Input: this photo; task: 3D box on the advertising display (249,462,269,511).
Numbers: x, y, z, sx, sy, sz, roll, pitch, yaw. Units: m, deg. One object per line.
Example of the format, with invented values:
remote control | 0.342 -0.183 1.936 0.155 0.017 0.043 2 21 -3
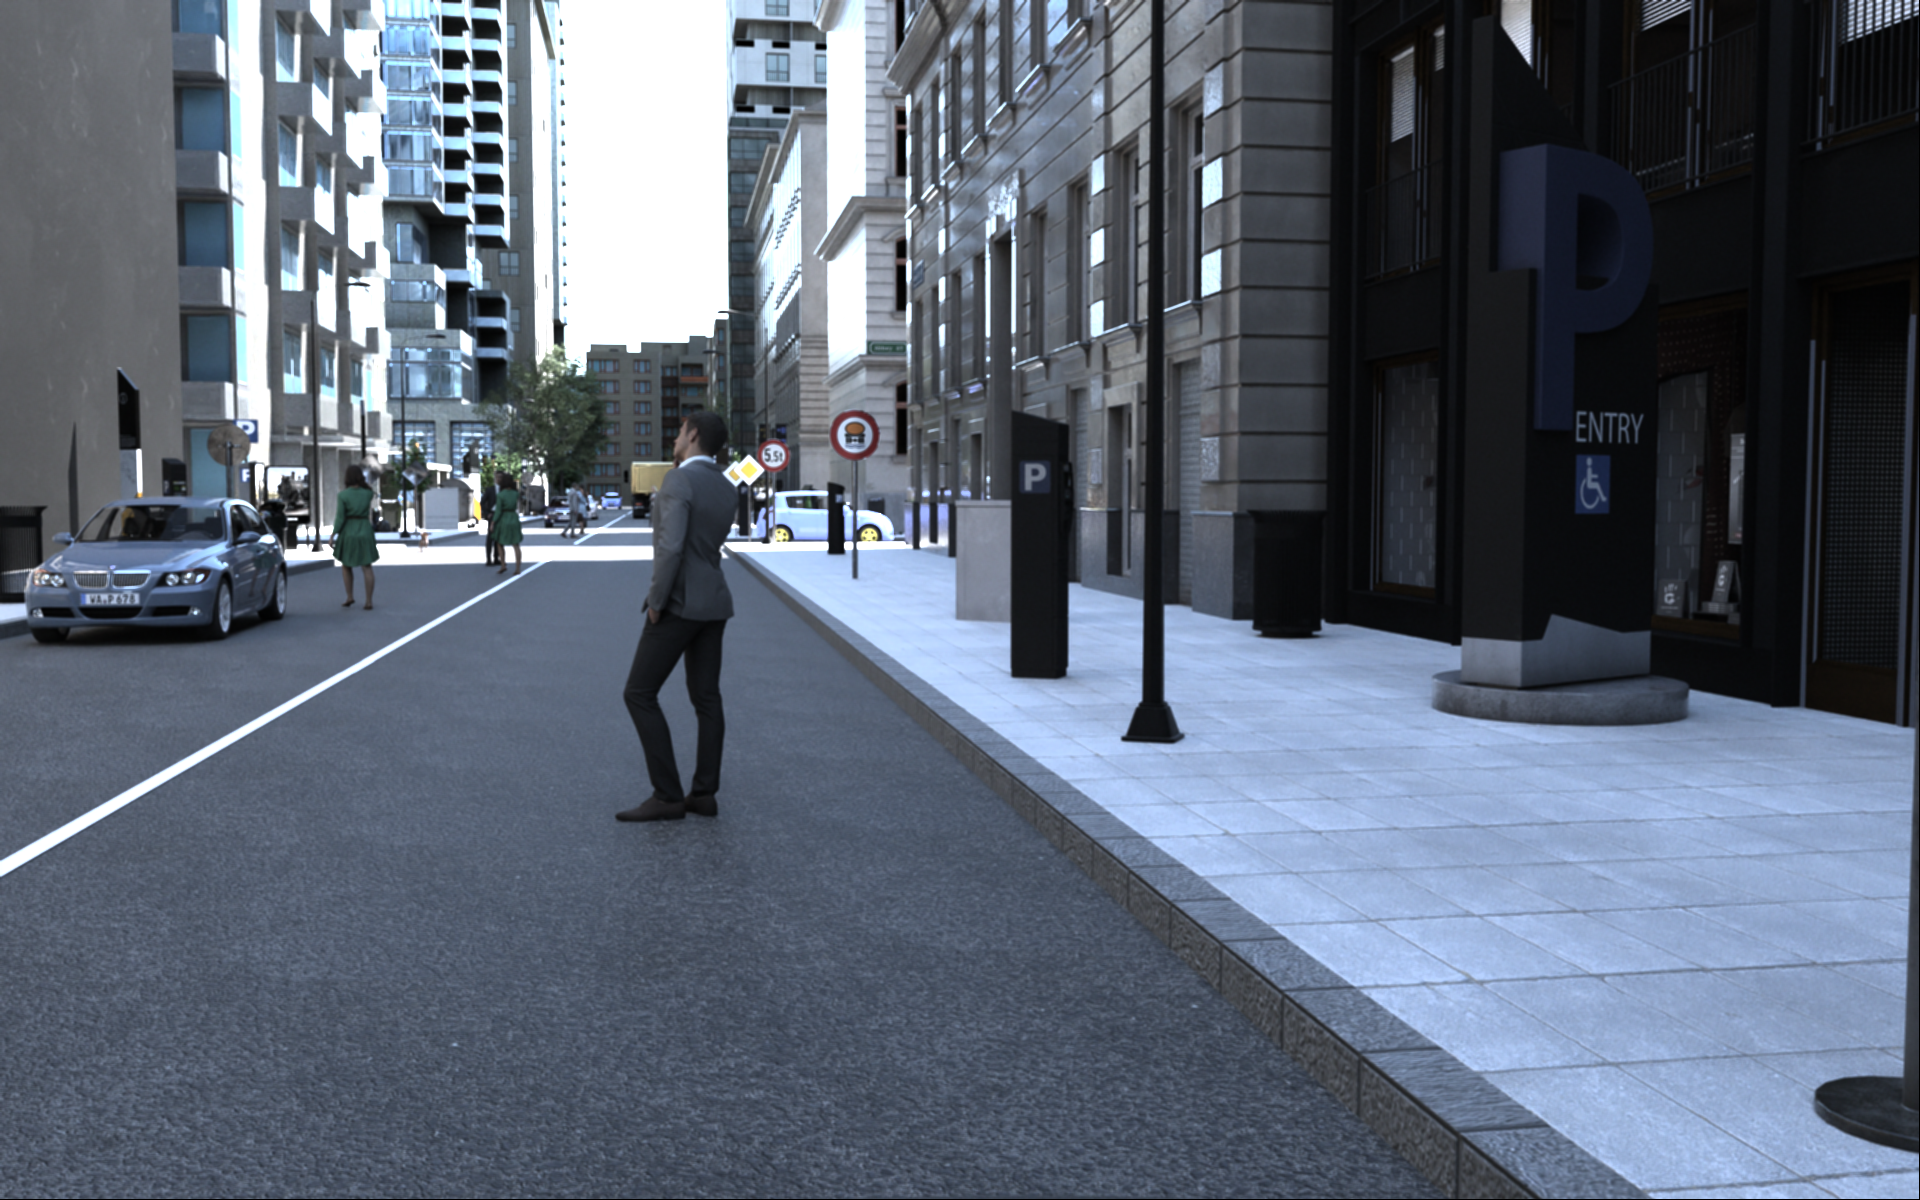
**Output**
advertising display | -14.260 -1.833 35.177 0.123 1.923 0.974 -1 4 -12

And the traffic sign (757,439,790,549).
traffic sign | -4.310 -2.449 40.140 0.768 2.556 0.104 0 4 -2

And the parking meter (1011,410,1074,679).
parking meter | 0.573 -0.391 12.108 0.399 1.863 0.255 1 4 20

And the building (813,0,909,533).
building | 6.776 -16.880 63.377 23.554 28.519 14.401 -1 4 -10

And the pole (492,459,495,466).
pole | -27.060 -6.528 100.580 0.158 3.312 0.155 0 3 0

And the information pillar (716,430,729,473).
information pillar | -8.664 -4.398 63.254 0.504 3.616 0.183 0 4 0

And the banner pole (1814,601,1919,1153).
banner pole | 2.150 -0.829 3.564 0.863 3.779 0.401 -3 4 -37

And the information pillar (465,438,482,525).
information pillar | -20.065 -4.910 71.627 0.183 3.616 0.504 3 4 36

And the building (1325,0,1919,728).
building | 11.040 -11.019 9.837 12.332 23.373 15.834 -1 4 -10

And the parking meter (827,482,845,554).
parking meter | -2.639 -1.744 36.931 0.372 1.533 0.369 0 3 0

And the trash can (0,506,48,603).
trash can | -11.222 -0.544 20.544 0.748 1.137 0.748 0 3 0

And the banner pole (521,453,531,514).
banner pole | -26.322 -7.048 105.251 0.401 3.779 0.863 3 4 36

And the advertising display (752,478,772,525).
advertising display | -8.021 -4.019 70.930 0.974 1.923 0.123 -1 4 -22

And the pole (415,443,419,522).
pole | -21.657 -4.598 69.026 0.158 3.312 0.155 0 3 0

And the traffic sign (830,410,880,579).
traffic sign | -1.593 -1.598 26.228 0.768 2.556 0.104 -1 4 -9

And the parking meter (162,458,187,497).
parking meter | -12.776 -1.376 28.209 0.399 1.863 0.255 3 5 43

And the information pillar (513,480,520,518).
information pillar | -23.693 -5.377 92.412 0.304 2.012 0.304 0 4 0

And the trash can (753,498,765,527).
trash can | -7.625 -3.364 66.647 0.748 1.137 0.748 0 3 0

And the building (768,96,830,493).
building | -4.223 -14.609 88.003 9.793 20.994 18.267 -1 4 -10

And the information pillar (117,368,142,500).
information pillar | -15.449 -2.501 32.240 0.504 3.616 0.183 2 4 26

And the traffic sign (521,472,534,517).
traffic sign | -24.689 -6.041 98.876 0.768 2.556 0.104 0 4 -4

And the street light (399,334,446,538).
street light | -15.601 -4.755 50.289 1.470 5.913 1.316 -1 4 -10

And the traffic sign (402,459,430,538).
traffic sign | -15.753 -2.847 50.188 0.795 2.450 0.064 -1 4 -10

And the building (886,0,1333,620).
building | 6.280 -14.212 29.631 12.463 27.353 25.104 -1 4 -10

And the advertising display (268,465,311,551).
advertising display | -15.260 -2.086 39.326 0.974 1.923 0.123 -3 4 -38

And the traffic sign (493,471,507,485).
traffic sign | -20.659 -4.634 77.893 0.606 2.300 0.079 0 4 -5

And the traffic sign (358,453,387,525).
traffic sign | -14.402 -2.365 42.318 0.795 2.450 0.064 -1 4 -10

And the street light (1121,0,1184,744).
street light | 0.476 -2.218 8.808 1.470 5.913 1.316 -1 4 -10

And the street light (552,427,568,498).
street light | -27.619 -9.001 119.699 1.470 5.913 1.316 -1 4 -10

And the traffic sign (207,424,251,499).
traffic sign | -13.272 -1.918 31.460 0.768 2.556 0.104 0 4 -3

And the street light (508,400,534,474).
street light | -21.645 -6.895 85.278 1.470 5.913 1.316 -1 4 -10

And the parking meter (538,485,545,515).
parking meter | -25.547 -6.119 105.755 0.399 1.863 0.255 2 4 30

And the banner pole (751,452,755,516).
banner pole | -12.257 -6.886 102.601 0.401 3.779 0.863 -2 4 -26

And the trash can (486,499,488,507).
trash can | -29.411 -5.862 107.491 0.748 1.137 0.748 0 3 0

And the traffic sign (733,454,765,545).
traffic sign | -5.336 -2.459 43.848 0.795 2.450 0.064 -1 4 -10

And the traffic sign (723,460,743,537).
traffic sign | -6.688 -2.940 51.718 0.795 2.450 0.064 -1 4 -10

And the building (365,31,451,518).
building | -46.315 -24.815 97.614 32.217 40.220 23.993 -1 4 -10

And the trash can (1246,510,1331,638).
trash can | 2.947 -0.240 15.583 0.748 1.137 0.748 0 3 0

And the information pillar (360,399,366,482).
information pillar | -14.717 -3.144 42.753 0.183 3.616 0.504 -1 4 -22

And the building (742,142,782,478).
building | -5.283 -17.072 112.413 16.112 22.955 30.059 -1 4 -10

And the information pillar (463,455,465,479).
information pillar | -25.584 -6.038 90.075 0.504 3.616 0.183 0 4 -8

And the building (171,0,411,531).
building | -34.107 -27.165 63.762 23.786 49.044 30.456 -1 4 -10

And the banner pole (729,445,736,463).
banner pole | -10.500 -5.397 78.265 0.863 3.779 0.401 1 4 22

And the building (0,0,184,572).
building | -24.277 -12.320 31.116 15.834 23.373 12.332 -1 4 -10

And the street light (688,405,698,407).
street light | -13.492 -7.211 90.447 1.470 5.913 1.316 -1 4 -10

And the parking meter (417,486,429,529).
parking meter | -19.851 -3.568 64.051 0.255 1.863 0.399 3 5 42

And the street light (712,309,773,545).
street light | -5.428 -4.357 43.783 1.470 5.913 1.316 -1 4 -10

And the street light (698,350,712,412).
street light | -7.597 -5.102 55.952 1.470 5.913 1.316 -1 4 -10

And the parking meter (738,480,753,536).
parking meter | -6.531 -2.878 52.769 0.399 1.863 0.255 0 4 7

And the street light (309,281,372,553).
street light | -13.538 -3.996 37.870 1.470 5.913 1.316 -1 4 -10
